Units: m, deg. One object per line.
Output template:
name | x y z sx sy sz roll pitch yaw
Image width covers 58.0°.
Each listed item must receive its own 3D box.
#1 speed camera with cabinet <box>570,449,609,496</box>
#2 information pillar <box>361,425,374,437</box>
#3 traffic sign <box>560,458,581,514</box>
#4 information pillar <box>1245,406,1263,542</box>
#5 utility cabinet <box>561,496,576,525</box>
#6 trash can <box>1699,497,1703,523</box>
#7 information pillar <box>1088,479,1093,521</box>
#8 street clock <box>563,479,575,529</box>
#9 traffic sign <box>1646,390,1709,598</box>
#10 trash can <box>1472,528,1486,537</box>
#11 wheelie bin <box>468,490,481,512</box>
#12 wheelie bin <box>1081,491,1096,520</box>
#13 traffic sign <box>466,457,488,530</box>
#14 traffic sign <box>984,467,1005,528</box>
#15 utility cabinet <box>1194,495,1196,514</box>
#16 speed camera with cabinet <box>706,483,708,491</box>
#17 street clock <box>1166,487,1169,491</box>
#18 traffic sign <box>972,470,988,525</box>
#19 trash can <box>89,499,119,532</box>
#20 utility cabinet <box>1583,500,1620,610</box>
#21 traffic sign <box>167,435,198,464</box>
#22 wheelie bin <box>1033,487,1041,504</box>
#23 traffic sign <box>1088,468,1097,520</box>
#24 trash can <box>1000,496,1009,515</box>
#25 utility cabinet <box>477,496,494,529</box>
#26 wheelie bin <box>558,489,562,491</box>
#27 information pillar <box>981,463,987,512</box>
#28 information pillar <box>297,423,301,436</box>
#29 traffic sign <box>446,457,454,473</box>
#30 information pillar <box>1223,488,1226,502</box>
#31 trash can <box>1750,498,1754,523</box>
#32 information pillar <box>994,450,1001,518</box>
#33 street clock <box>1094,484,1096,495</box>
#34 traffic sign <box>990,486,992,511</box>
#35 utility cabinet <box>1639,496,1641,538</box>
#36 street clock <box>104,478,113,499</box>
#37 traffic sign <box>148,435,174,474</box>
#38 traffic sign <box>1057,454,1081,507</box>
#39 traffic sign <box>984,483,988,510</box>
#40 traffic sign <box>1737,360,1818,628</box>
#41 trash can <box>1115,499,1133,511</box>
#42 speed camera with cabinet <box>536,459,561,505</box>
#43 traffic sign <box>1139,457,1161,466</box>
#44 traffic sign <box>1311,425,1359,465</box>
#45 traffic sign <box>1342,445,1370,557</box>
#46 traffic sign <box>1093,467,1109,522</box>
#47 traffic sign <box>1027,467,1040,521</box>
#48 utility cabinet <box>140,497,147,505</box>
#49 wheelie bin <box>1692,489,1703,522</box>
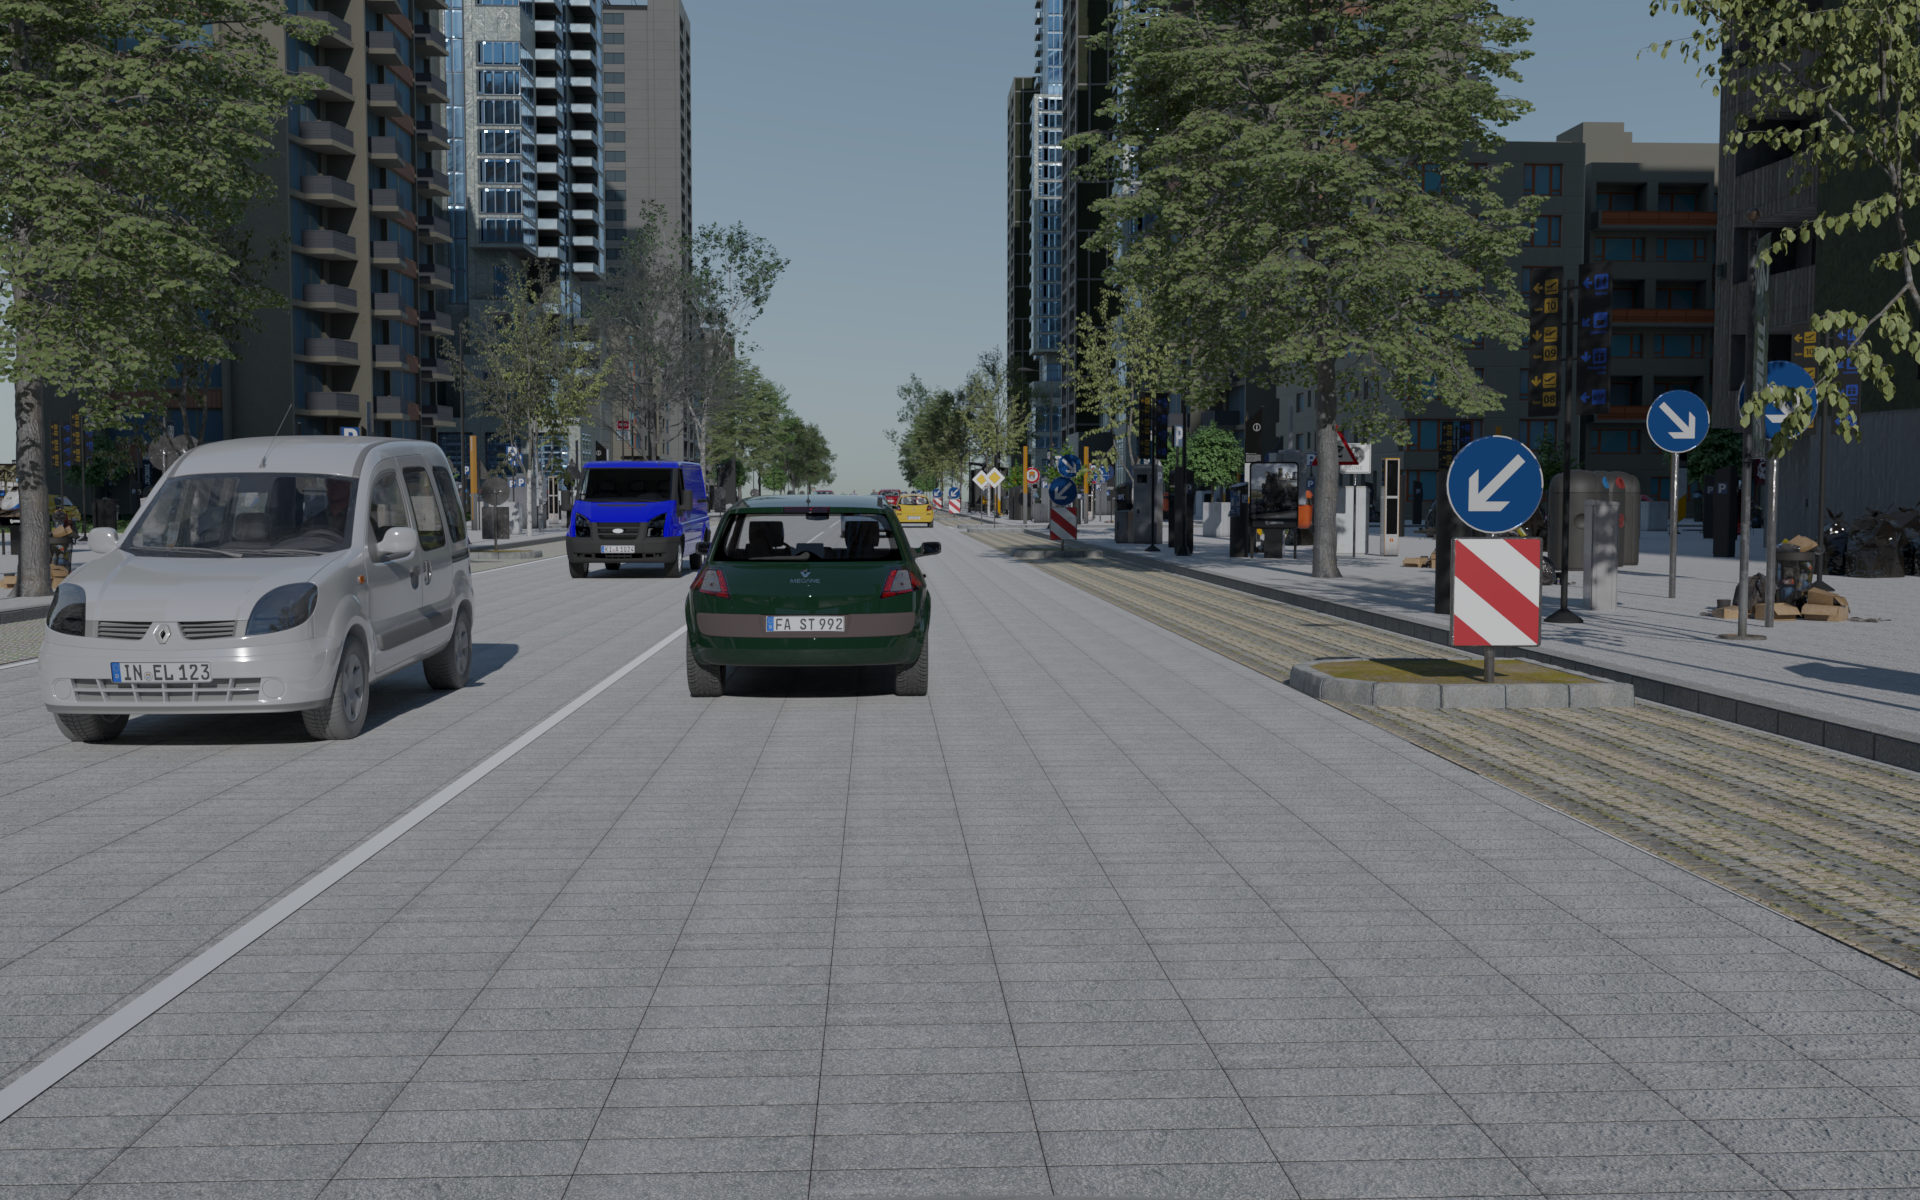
speed camera with cabinet | -16.107 -5.008 76.216 2.038 3.252 0.660 -2 4 -28
information pillar | -20.263 -4.158 59.345 0.504 3.616 0.183 -3 5 -42
traffic sign | -14.071 -3.842 62.825 0.884 2.594 0.081 0 4 -2
information pillar | 7.891 -3.369 46.441 0.504 3.616 0.183 2 4 30
utility cabinet | -15.924 -3.672 71.199 1.020 1.237 0.306 2 4 29
trash can | 32.819 -3.933 75.961 0.748 1.137 0.748 0 3 0
information pillar | 6.066 -4.696 81.264 0.304 2.012 0.304 0 4 7
street clock | -14.501 -3.654 64.315 0.358 2.002 0.471 1 4 19
traffic sign | 8.772 -1.294 21.260 0.768 2.556 0.104 0 4 0
trash can | 8.183 -0.915 26.611 0.748 1.137 0.748 0 3 0
wheelie bin | -25.977 -5.190 92.770 0.693 1.594 0.980 -2 4 -32
wheelie bin | 6.450 -4.818 86.688 0.693 1.594 0.980 1 4 11
traffic sign | -17.059 -3.756 61.410 0.884 2.594 0.081 0 4 2
traffic sign | 1.283 -3.723 64.515 0.795 2.450 0.064 0 4 -3
utility cabinet | 14.997 -5.982 108.962 1.020 1.237 0.306 -1 4 -19
speed camera with cabinet | -19.675 -8.309 130.194 0.660 3.252 2.038 2 4 24
street clock | 11.596 -5.560 95.480 0.471 2.002 0.358 3 5 40
traffic sign | 0.903 -4.211 72.491 0.795 2.450 0.064 0 4 -3
trash can | -23.738 -2.227 48.066 0.748 1.137 0.748 0 3 0
utility cabinet | 7.251 -0.515 19.587 0.306 1.237 1.020 1 4 15
traffic sign | -16.618 -2.266 37.155 0.768 2.556 0.104 0 4 -1
wheelie bin | 3.800 -4.393 79.727 0.980 1.594 0.693 -1 4 -22
traffic sign | 6.477 -5.155 84.383 0.768 2.556 0.104 0 4 -2
trash can | 2.641 -5.703 104.894 0.748 1.137 0.748 0 3 0
utility cabinet | -17.093 -3.177 63.108 1.020 1.237 0.306 0 4 5
wheelie bin | -23.408 -5.686 100.878 0.693 1.594 0.980 1 4 19
information pillar | 1.786 -8.238 126.048 0.504 3.616 0.183 -2 4 -32
information pillar | -21.825 -4.031 57.268 0.183 3.616 0.504 -2 4 -26
traffic sign | -17.417 -3.558 58.284 0.768 2.556 0.104 0 4 6
information pillar | 12.889 -5.690 84.380 0.183 3.616 0.504 1 4 11
trash can | 25.699 -2.774 57.010 0.748 1.137 0.748 0 3 0
information pillar | 1.998 -6.210 92.894 0.183 3.616 0.504 3 4 38
street clock | 8.404 -6.301 107.583 0.471 2.002 0.358 1 4 23
traffic sign | 2.215 -7.614 124.591 0.768 2.556 0.104 0 4 -1
utility cabinet | 19.291 -2.405 50.490 0.306 1.237 1.020 -3 5 -42
street clock | -38.026 -4.454 77.386 0.358 2.002 0.471 0 4 -4
traffic sign | -17.145 -2.278 37.355 0.768 2.556 0.104 0 4 7
traffic sign | 3.473 -3.365 55.127 0.768 2.556 0.104 0 4 -1
traffic sign | 1.802 -7.595 124.185 0.884 2.594 0.081 0 4 5
traffic sign | 7.789 -1.008 16.595 0.768 2.556 0.104 0 4 0
trash can | 4.465 -2.094 45.891 0.748 1.137 0.748 0 3 0
speed camera with cabinet | -21.337 -5.874 90.383 2.038 3.252 0.660 1 4 10
traffic sign | 6.253 -3.489 57.150 0.768 2.556 0.104 0 4 5
traffic sign | 6.944 -1.965 32.124 0.884 2.594 0.081 0 4 1
traffic sign | 7.985 -2.012 35.031 0.606 2.300 0.079 0 4 0
traffic sign | 6.506 -4.902 80.249 0.768 2.556 0.104 0 4 3
traffic sign | 3.411 -5.023 82.225 0.768 2.556 0.104 0 4 -1
utility cabinet | -15.167 -1.354 33.297 1.020 1.237 0.306 0 4 -4
wheelie bin | 34.068 -4.386 79.627 0.693 1.594 0.980 3 4 36
